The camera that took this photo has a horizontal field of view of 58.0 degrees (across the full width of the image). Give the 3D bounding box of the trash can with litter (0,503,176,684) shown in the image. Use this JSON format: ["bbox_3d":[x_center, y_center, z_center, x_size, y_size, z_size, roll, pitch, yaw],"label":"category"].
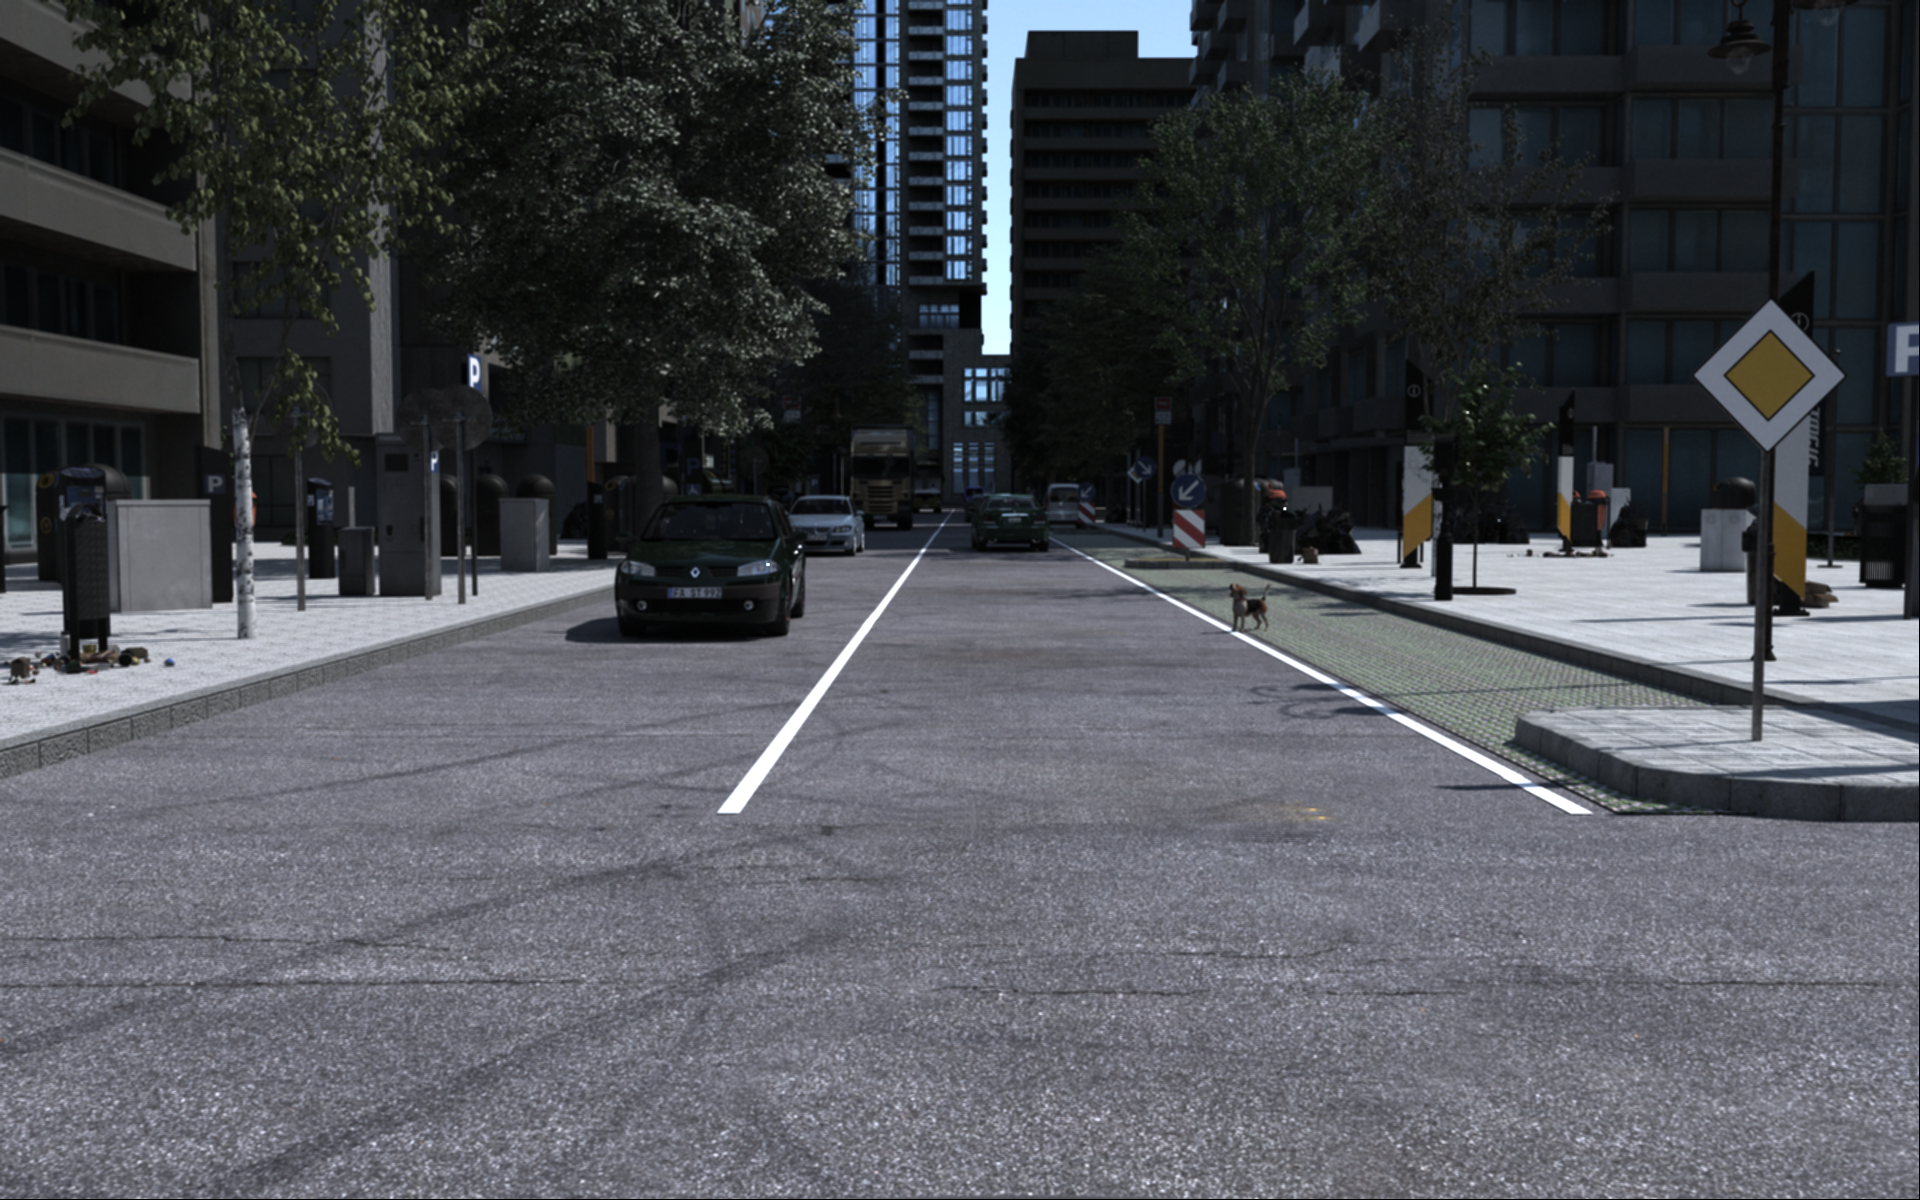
[{"bbox_3d":[-6.675,-0.100,12.696,1.678,1.210,2.233,0,4,-4],"label":"trash can with litter"}]

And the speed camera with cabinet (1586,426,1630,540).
[{"bbox_3d":[18.593,-3.384,49.663,0.660,3.252,2.038,0,4,1],"label":"speed camera with cabinet"}]

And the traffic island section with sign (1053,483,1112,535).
[{"bbox_3d":[4.333,-3.242,61.639,1.989,1.847,2.006,0,4,0],"label":"traffic island section with sign"}]

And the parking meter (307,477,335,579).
[{"bbox_3d":[-9.689,-1.092,26.264,0.372,1.533,0.369,0,3,0],"label":"parking meter"}]

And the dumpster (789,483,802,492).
[{"bbox_3d":[-7.642,-4.584,80.700,1.264,1.857,1.865,0,4,0],"label":"dumpster"}]

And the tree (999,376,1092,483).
[{"bbox_3d":[6.687,-11.189,117.351,8.767,10.594,7.601,1,4,9],"label":"tree"}]

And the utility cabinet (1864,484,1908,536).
[{"bbox_3d":[20.508,-1.793,37.999,1.173,1.500,0.318,3,4,38],"label":"utility cabinet"}]

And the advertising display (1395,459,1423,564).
[{"bbox_3d":[8.387,-1.650,32.187,0.123,1.923,0.974,3,5,43],"label":"advertising display"}]

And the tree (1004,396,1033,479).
[{"bbox_3d":[7.371,-14.187,150.078,7.486,12.596,7.792,0,3,0],"label":"tree"}]

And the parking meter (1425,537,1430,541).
[{"bbox_3d":[12.621,-2.368,47.131,0.372,1.533,0.369,0,3,0],"label":"parking meter"}]

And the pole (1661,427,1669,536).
[{"bbox_3d":[21.452,-3.599,52.679,0.158,3.312,0.155,0,3,0],"label":"pole"}]

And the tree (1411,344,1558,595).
[{"bbox_3d":[6.669,-1.709,22.543,1.663,3.219,1.824,0,3,0],"label":"tree"}]

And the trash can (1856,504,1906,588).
[{"bbox_3d":[12.699,-0.741,23.768,0.748,1.137,0.748,0,3,0],"label":"trash can"}]

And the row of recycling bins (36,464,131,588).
[{"bbox_3d":[-12.443,-1.073,24.657,1.069,1.692,3.534,-2,4,-33],"label":"row of recycling bins"}]

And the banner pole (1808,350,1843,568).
[{"bbox_3d":[15.100,-2.468,30.374,0.401,3.779,0.863,-2,4,-30],"label":"banner pole"}]

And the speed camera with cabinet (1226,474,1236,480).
[{"bbox_3d":[13.011,-5.302,81.031,0.660,3.252,2.038,-1,4,-12],"label":"speed camera with cabinet"}]

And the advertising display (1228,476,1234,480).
[{"bbox_3d":[10.025,-3.459,61.768,0.974,1.923,0.123,1,4,10],"label":"advertising display"}]

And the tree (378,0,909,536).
[{"bbox_3d":[-5.794,-7.658,31.869,9.857,13.997,8.962,0,3,0],"label":"tree"}]

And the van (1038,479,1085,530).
[{"bbox_3d":[4.124,-3.802,69.171,2.013,2.044,4.112,0,4,1],"label":"van"}]

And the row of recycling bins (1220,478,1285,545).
[{"bbox_3d":[7.605,-2.328,45.180,1.069,1.692,3.534,2,4,27],"label":"row of recycling bins"}]

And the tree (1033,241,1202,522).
[{"bbox_3d":[7.189,-9.792,78.227,7.486,12.596,7.792,0,3,0],"label":"tree"}]

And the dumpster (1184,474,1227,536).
[{"bbox_3d":[7.351,-2.809,51.681,1.264,1.857,1.865,0,3,0],"label":"dumpster"}]

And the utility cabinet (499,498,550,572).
[{"bbox_3d":[-7.232,-1.077,28.774,1.020,1.237,0.306,3,5,41],"label":"utility cabinet"}]

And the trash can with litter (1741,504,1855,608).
[{"bbox_3d":[9.565,-0.522,19.926,0.624,1.170,1.055,-2,4,-35],"label":"trash can with litter"}]

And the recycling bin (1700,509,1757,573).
[{"bbox_3d":[12.770,-0.990,28.736,0.722,1.027,0.722,3,5,43],"label":"recycling bin"}]

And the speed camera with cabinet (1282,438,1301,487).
[{"bbox_3d":[11.832,-4.146,62.131,0.660,3.252,2.038,0,4,8],"label":"speed camera with cabinet"}]

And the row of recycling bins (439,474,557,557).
[{"bbox_3d":[-10.189,-1.766,35.989,3.534,1.692,1.069,-1,4,-12],"label":"row of recycling bins"}]

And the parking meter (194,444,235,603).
[{"bbox_3d":[-8.784,-0.900,20.431,0.399,1.863,0.255,-2,4,-33],"label":"parking meter"}]

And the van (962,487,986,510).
[{"bbox_3d":[1.283,-9.273,156.005,2.240,2.365,5.245,0,3,0],"label":"van"}]

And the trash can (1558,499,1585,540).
[{"bbox_3d":[17.203,-2.273,48.823,0.748,1.137,0.748,0,3,0],"label":"trash can"}]

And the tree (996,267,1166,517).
[{"bbox_3d":[7.434,-11.716,98.213,9.857,13.997,8.962,0,3,0],"label":"tree"}]

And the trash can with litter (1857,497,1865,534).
[{"bbox_3d":[22.654,-2.003,43.801,1.678,1.210,2.233,-2,4,-30],"label":"trash can with litter"}]

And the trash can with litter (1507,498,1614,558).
[{"bbox_3d":[12.358,-1.495,35.501,2.233,1.210,1.678,1,4,10],"label":"trash can with litter"}]

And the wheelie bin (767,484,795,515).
[{"bbox_3d":[-5.613,-2.823,54.066,0.980,1.594,0.693,-1,4,-18],"label":"wheelie bin"}]

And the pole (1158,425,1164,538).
[{"bbox_3d":[5.909,-3.495,50.994,0.158,3.312,0.155,0,3,0],"label":"pole"}]

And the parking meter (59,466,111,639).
[{"bbox_3d":[-7.807,-0.431,15.451,0.372,1.533,0.369,0,3,0],"label":"parking meter"}]

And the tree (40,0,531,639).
[{"bbox_3d":[-6.100,-3.964,15.169,4.737,8.622,4.395,0,3,0],"label":"tree"}]

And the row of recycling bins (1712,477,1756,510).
[{"bbox_3d":[19.400,-2.217,43.358,1.069,1.692,3.534,1,4,21],"label":"row of recycling bins"}]

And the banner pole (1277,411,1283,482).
[{"bbox_3d":[9.625,-3.807,52.256,0.401,3.779,0.863,1,4,16],"label":"banner pole"}]

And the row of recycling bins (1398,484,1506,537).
[{"bbox_3d":[14.703,-2.735,51.835,1.069,1.692,3.534,-3,5,-44],"label":"row of recycling bins"}]

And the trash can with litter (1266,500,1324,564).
[{"bbox_3d":[6.196,-1.263,32.037,1.055,1.170,0.624,1,4,9],"label":"trash can with litter"}]

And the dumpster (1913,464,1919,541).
[{"bbox_3d":[6.722,-0.454,9.923,1.502,2.255,1.985,0,4,0],"label":"dumpster"}]

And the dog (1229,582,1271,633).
[{"bbox_3d":[3.025,0.076,18.041,0.406,0.507,0.540,1,4,12],"label":"dog"}]

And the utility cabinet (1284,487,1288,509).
[{"bbox_3d":[10.986,-2.910,56.256,1.173,1.500,0.318,2,4,24],"label":"utility cabinet"}]

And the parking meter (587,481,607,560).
[{"bbox_3d":[-7.137,-1.569,34.069,0.372,1.533,0.369,0,3,0],"label":"parking meter"}]

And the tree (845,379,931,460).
[{"bbox_3d":[-6.435,-13.869,152.518,9.928,11.665,9.643,0,3,0],"label":"tree"}]

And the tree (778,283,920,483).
[{"bbox_3d":[-5.930,-10.716,93.334,7.486,12.596,7.792,0,3,0],"label":"tree"}]

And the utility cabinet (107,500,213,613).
[{"bbox_3d":[-8.828,-0.486,19.109,0.306,1.237,1.020,3,5,43],"label":"utility cabinet"}]

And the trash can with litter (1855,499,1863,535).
[{"bbox_3d":[24.521,-2.199,47.342,0.624,1.170,1.055,0,4,-5],"label":"trash can with litter"}]

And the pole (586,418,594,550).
[{"bbox_3d":[-8.480,-2.806,39.724,0.158,3.312,0.155,0,3,0],"label":"pole"}]

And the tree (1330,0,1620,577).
[{"bbox_3d":[7.422,-4.646,26.324,4.360,8.622,3.978,0,3,0],"label":"tree"}]

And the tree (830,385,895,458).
[{"bbox_3d":[-6.409,-9.798,110.558,4.360,8.622,3.978,0,3,0],"label":"tree"}]

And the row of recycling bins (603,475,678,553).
[{"bbox_3d":[-6.931,-1.867,37.632,1.069,1.692,3.534,-2,4,-26],"label":"row of recycling bins"}]

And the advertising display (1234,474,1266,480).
[{"bbox_3d":[9.610,-3.177,57.155,0.974,1.923,0.123,2,4,31],"label":"advertising display"}]

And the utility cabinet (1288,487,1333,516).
[{"bbox_3d":[10.377,-2.594,51.093,1.173,1.500,0.318,1,4,15],"label":"utility cabinet"}]

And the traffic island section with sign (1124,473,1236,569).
[{"bbox_3d":[4.235,-1.531,33.666,1.989,1.847,2.006,0,4,0],"label":"traffic island section with sign"}]

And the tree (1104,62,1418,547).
[{"bbox_3d":[7.223,-7.117,42.114,9.928,11.665,9.643,0,3,0],"label":"tree"}]

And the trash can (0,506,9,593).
[{"bbox_3d":[-12.108,-0.591,21.320,0.748,1.137,0.748,0,3,0],"label":"trash can"}]

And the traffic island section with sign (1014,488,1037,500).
[{"bbox_3d":[4.483,-6.297,111.576,1.989,1.847,2.006,0,4,0],"label":"traffic island section with sign"}]

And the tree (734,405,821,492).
[{"bbox_3d":[-6.786,-4.912,64.023,4.285,4.588,4.351,0,3,0],"label":"tree"}]
